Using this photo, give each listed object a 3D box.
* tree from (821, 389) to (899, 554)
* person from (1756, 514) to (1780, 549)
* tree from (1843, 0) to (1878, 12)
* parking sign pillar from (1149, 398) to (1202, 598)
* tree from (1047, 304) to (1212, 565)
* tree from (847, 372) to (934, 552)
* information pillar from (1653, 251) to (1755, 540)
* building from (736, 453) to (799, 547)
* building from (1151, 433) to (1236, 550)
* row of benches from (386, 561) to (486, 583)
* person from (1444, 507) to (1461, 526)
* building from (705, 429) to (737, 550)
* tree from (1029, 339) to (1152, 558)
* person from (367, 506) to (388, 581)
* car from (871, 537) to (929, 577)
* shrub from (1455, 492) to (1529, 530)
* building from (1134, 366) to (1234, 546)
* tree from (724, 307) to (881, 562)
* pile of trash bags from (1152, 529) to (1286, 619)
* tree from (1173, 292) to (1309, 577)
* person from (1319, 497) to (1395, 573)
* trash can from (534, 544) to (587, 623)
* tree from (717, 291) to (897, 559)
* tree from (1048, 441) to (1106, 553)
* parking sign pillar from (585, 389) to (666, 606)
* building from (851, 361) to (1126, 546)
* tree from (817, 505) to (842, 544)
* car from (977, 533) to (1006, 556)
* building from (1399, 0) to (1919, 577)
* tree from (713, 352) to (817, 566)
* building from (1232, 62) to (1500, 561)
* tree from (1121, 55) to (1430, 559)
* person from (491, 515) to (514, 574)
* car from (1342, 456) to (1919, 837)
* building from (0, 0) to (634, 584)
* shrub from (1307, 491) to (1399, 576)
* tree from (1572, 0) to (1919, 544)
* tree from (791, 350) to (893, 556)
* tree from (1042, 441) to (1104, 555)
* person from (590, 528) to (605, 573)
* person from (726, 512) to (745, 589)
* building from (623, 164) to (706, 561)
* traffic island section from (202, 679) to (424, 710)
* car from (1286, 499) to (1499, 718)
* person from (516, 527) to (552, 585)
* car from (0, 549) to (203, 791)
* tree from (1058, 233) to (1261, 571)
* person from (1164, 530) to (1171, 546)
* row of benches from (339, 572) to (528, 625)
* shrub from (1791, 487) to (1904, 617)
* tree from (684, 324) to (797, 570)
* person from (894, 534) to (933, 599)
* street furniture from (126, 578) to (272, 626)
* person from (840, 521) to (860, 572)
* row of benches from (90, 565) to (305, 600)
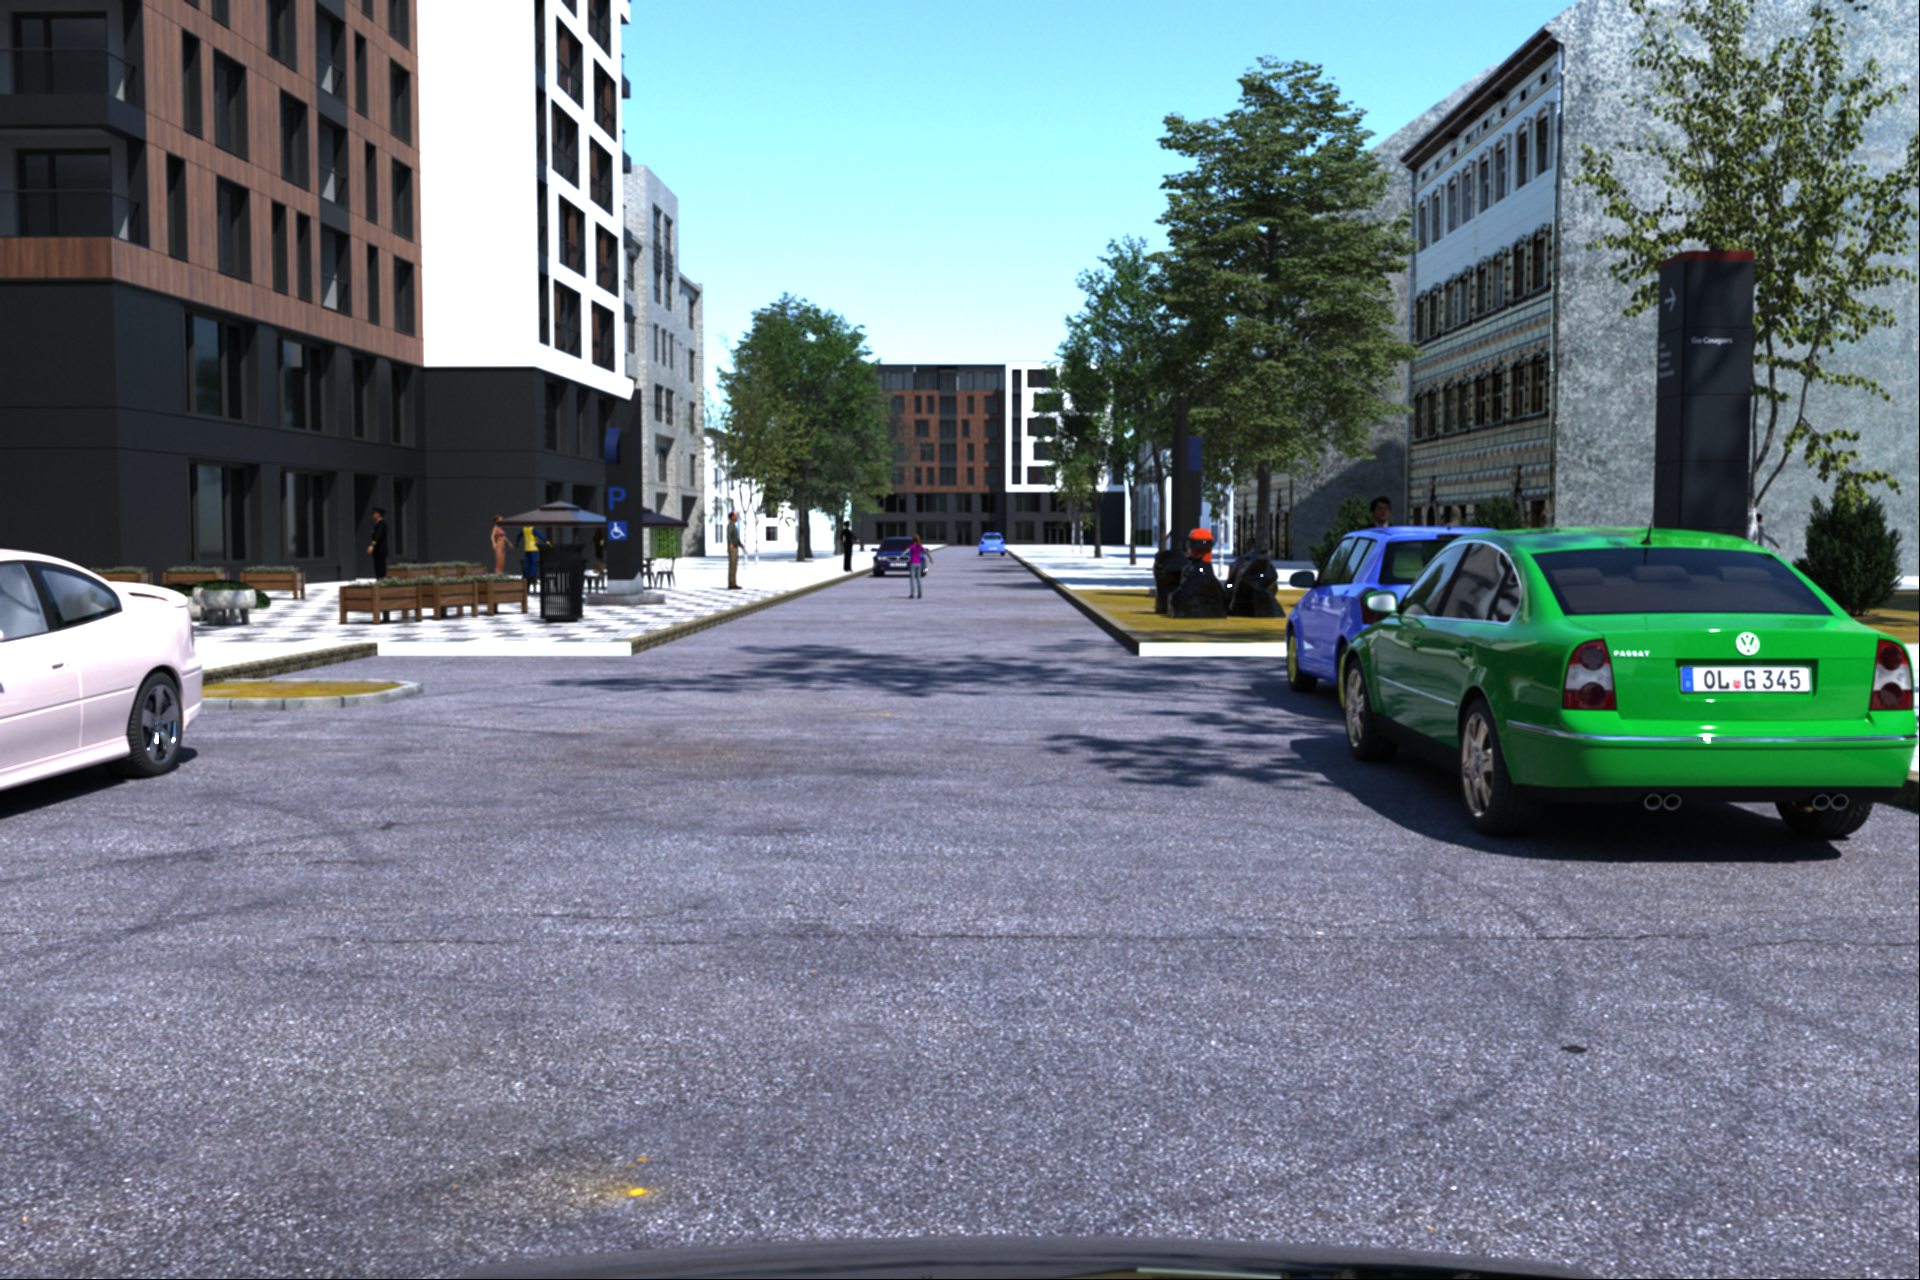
[{"bbox_3d":[-7.773,-11.412,112.339,9.928,11.665,9.643,0,3,0],"label":"tree"},{"bbox_3d":[20.436,-2.335,44.357,0.705,1.806,1.347,-1,4,-15],"label":"person"},{"bbox_3d":[24.228,-10.881,33.794,12.611,20.169,13.585,0,3,0],"label":"tree"},{"bbox_3d":[4.561,-2.850,35.063,1.447,3.967,1.447,0,4,-1],"label":"parking sign pillar"},{"bbox_3d":[6.865,-8.367,71.217,7.601,10.594,8.767,-2,4,-33],"label":"tree"},{"bbox_3d":[-7.045,-13.202,126.214,12.009,13.543,11.850,0,3,0],"label":"tree"},{"bbox_3d":[6.935,-1.641,16.209,0.750,3.857,0.750,0,4,1],"label":"information pillar"},{"bbox_3d":[-20.351,-14.631,181.367,9.099,9.664,28.070,0,4,1],"label":"building"},{"bbox_3d":[22.932,-12.991,154.545,9.099,9.664,28.070,0,4,1],"label":"building"},{"bbox_3d":[-11.605,-1.396,38.289,1.422,0.672,4.104,0,4,8],"label":"row of benches"},{"bbox_3d":[9.769,-1.719,34.237,1.348,1.813,0.705,0,4,-1],"label":"person"},{"bbox_3d":[-23.844,-12.761,150.794,9.099,9.664,28.070,0,4,1],"label":"building"},{"bbox_3d":[7.214,-10.178,92.169,9.928,11.665,9.643,0,3,0],"label":"tree"},{"bbox_3d":[-11.736,-1.775,34.950,0.705,1.837,1.347,-1,4,-10],"label":"person"},{"bbox_3d":[-2.024,-2.828,58.817,1.945,1.354,3.894,0,4,0],"label":"car"},{"bbox_3d":[9.596,-1.615,30.832,1.690,2.028,1.600,0,3,0],"label":"shrub"},{"bbox_3d":[28.974,-19.838,190.807,16.747,18.905,31.486,0,4,0],"label":"building"},{"bbox_3d":[-7.147,-9.368,78.920,9.928,11.665,9.643,0,3,0],"label":"tree"},{"bbox_3d":[4.044,-1.108,27.872,1.912,1.369,3.447,0,4,-1],"label":"pile of trash bags"},{"bbox_3d":[7.949,-6.162,51.107,4.737,8.622,4.395,0,3,0],"label":"tree"},{"bbox_3d":[4.236,-0.538,17.438,1.347,1.806,0.705,0,4,2],"label":"person"},{"bbox_3d":[-5.792,-0.826,25.154,0.748,1.137,0.748,0,3,0],"label":"trash can"},{"bbox_3d":[-8.101,-11.254,90.664,9.857,13.997,8.962,0,3,0],"label":"tree"},{"bbox_3d":[7.503,-10.172,116.668,4.360,8.622,3.978,0,3,0],"label":"tree"},{"bbox_3d":[-6.125,-2.639,31.612,1.447,3.967,1.447,0,4,1],"label":"parking sign pillar"},{"bbox_3d":[3.117,-22.691,217.426,32.646,21.610,27.936,0,4,-1],"label":"building"},{"bbox_3d":[-16.025,-16.293,216.747,4.737,8.622,4.395,0,3,0],"label":"tree"},{"bbox_3d":[2.104,-6.417,114.511,1.945,1.707,3.694,0,4,0],"label":"car"},{"bbox_3d":[27.216,-14.042,60.523,19.493,23.208,18.063,0,4,1],"label":"building"},{"bbox_3d":[-8.129,-7.325,70.134,4.737,8.622,4.395,0,3,0],"label":"tree"},{"bbox_3d":[24.980,-15.865,90.315,19.493,23.208,18.063,0,4,0],"label":"building"},{"bbox_3d":[7.630,-7.543,41.460,7.486,12.596,7.792,0,3,0],"label":"tree"},{"bbox_3d":[-11.005,-2.131,41.645,0.721,1.733,1.217,0,4,5],"label":"person"},{"bbox_3d":[3.355,-0.047,9.568,1.959,1.807,4.718,0,4,0],"label":"car"},{"bbox_3d":[-27.006,-12.660,50.967,27.936,21.610,32.646,0,4,2],"label":"building"},{"bbox_3d":[6.941,-1.578,30.226,1.690,2.028,1.600,0,3,0],"label":"shrub"},{"bbox_3d":[9.543,-4.304,20.731,4.737,8.622,4.395,0,3,0],"label":"tree"},{"bbox_3d":[-7.692,-11.294,102.780,7.486,12.596,7.792,0,3,0],"label":"tree"},{"bbox_3d":[7.369,-9.605,107.398,4.737,8.622,4.395,0,3,0],"label":"tree"},{"bbox_3d":[-11.870,-3.103,56.873,0.704,1.812,1.346,-2,4,-27],"label":"person"},{"bbox_3d":[-5.248,-2.079,40.266,0.705,1.796,1.348,0,4,4],"label":"person"},{"bbox_3d":[-23.376,-13.270,83.420,16.747,18.905,31.486,0,4,1],"label":"building"},{"bbox_3d":[-5.817,0.476,15.087,1.991,0.108,1.994,0,4,1],"label":"traffic island section"},{"bbox_3d":[3.825,-0.310,14.653,1.945,1.707,3.694,0,4,1],"label":"car"},{"bbox_3d":[-10.856,-2.299,44.051,1.216,1.772,0.721,2,4,30],"label":"person"},{"bbox_3d":[-5.653,0.211,8.913,2.083,1.381,4.827,0,4,0],"label":"car"},{"bbox_3d":[7.003,-8.258,60.773,9.928,11.665,9.643,0,3,0],"label":"tree"},{"bbox_3d":[6.895,-2.957,54.481,1.347,1.817,0.704,-2,4,-32],"label":"person"},{"bbox_3d":[-7.878,-0.669,26.405,1.422,0.672,4.104,1,4,18],"label":"row of benches"},{"bbox_3d":[13.869,-1.411,27.115,1.661,2.075,1.752,0,3,0],"label":"shrub"},{"bbox_3d":[-7.529,-6.745,60.637,4.360,8.622,3.978,0,3,0],"label":"tree"},{"bbox_3d":[-1.019,-1.638,38.511,0.991,1.433,0.599,-2,4,-32],"label":"person"},{"bbox_3d":[-13.726,-0.695,26.982,5.734,0.657,10.072,-2,4,-24],"label":"street furniture"},{"bbox_3d":[-3.743,-3.188,58.845,0.721,1.740,1.216,-2,4,-35],"label":"person"},{"bbox_3d":[-14.794,-1.118,33.742,4.104,0.672,1.422,0,4,-7],"label":"row of benches"}]
